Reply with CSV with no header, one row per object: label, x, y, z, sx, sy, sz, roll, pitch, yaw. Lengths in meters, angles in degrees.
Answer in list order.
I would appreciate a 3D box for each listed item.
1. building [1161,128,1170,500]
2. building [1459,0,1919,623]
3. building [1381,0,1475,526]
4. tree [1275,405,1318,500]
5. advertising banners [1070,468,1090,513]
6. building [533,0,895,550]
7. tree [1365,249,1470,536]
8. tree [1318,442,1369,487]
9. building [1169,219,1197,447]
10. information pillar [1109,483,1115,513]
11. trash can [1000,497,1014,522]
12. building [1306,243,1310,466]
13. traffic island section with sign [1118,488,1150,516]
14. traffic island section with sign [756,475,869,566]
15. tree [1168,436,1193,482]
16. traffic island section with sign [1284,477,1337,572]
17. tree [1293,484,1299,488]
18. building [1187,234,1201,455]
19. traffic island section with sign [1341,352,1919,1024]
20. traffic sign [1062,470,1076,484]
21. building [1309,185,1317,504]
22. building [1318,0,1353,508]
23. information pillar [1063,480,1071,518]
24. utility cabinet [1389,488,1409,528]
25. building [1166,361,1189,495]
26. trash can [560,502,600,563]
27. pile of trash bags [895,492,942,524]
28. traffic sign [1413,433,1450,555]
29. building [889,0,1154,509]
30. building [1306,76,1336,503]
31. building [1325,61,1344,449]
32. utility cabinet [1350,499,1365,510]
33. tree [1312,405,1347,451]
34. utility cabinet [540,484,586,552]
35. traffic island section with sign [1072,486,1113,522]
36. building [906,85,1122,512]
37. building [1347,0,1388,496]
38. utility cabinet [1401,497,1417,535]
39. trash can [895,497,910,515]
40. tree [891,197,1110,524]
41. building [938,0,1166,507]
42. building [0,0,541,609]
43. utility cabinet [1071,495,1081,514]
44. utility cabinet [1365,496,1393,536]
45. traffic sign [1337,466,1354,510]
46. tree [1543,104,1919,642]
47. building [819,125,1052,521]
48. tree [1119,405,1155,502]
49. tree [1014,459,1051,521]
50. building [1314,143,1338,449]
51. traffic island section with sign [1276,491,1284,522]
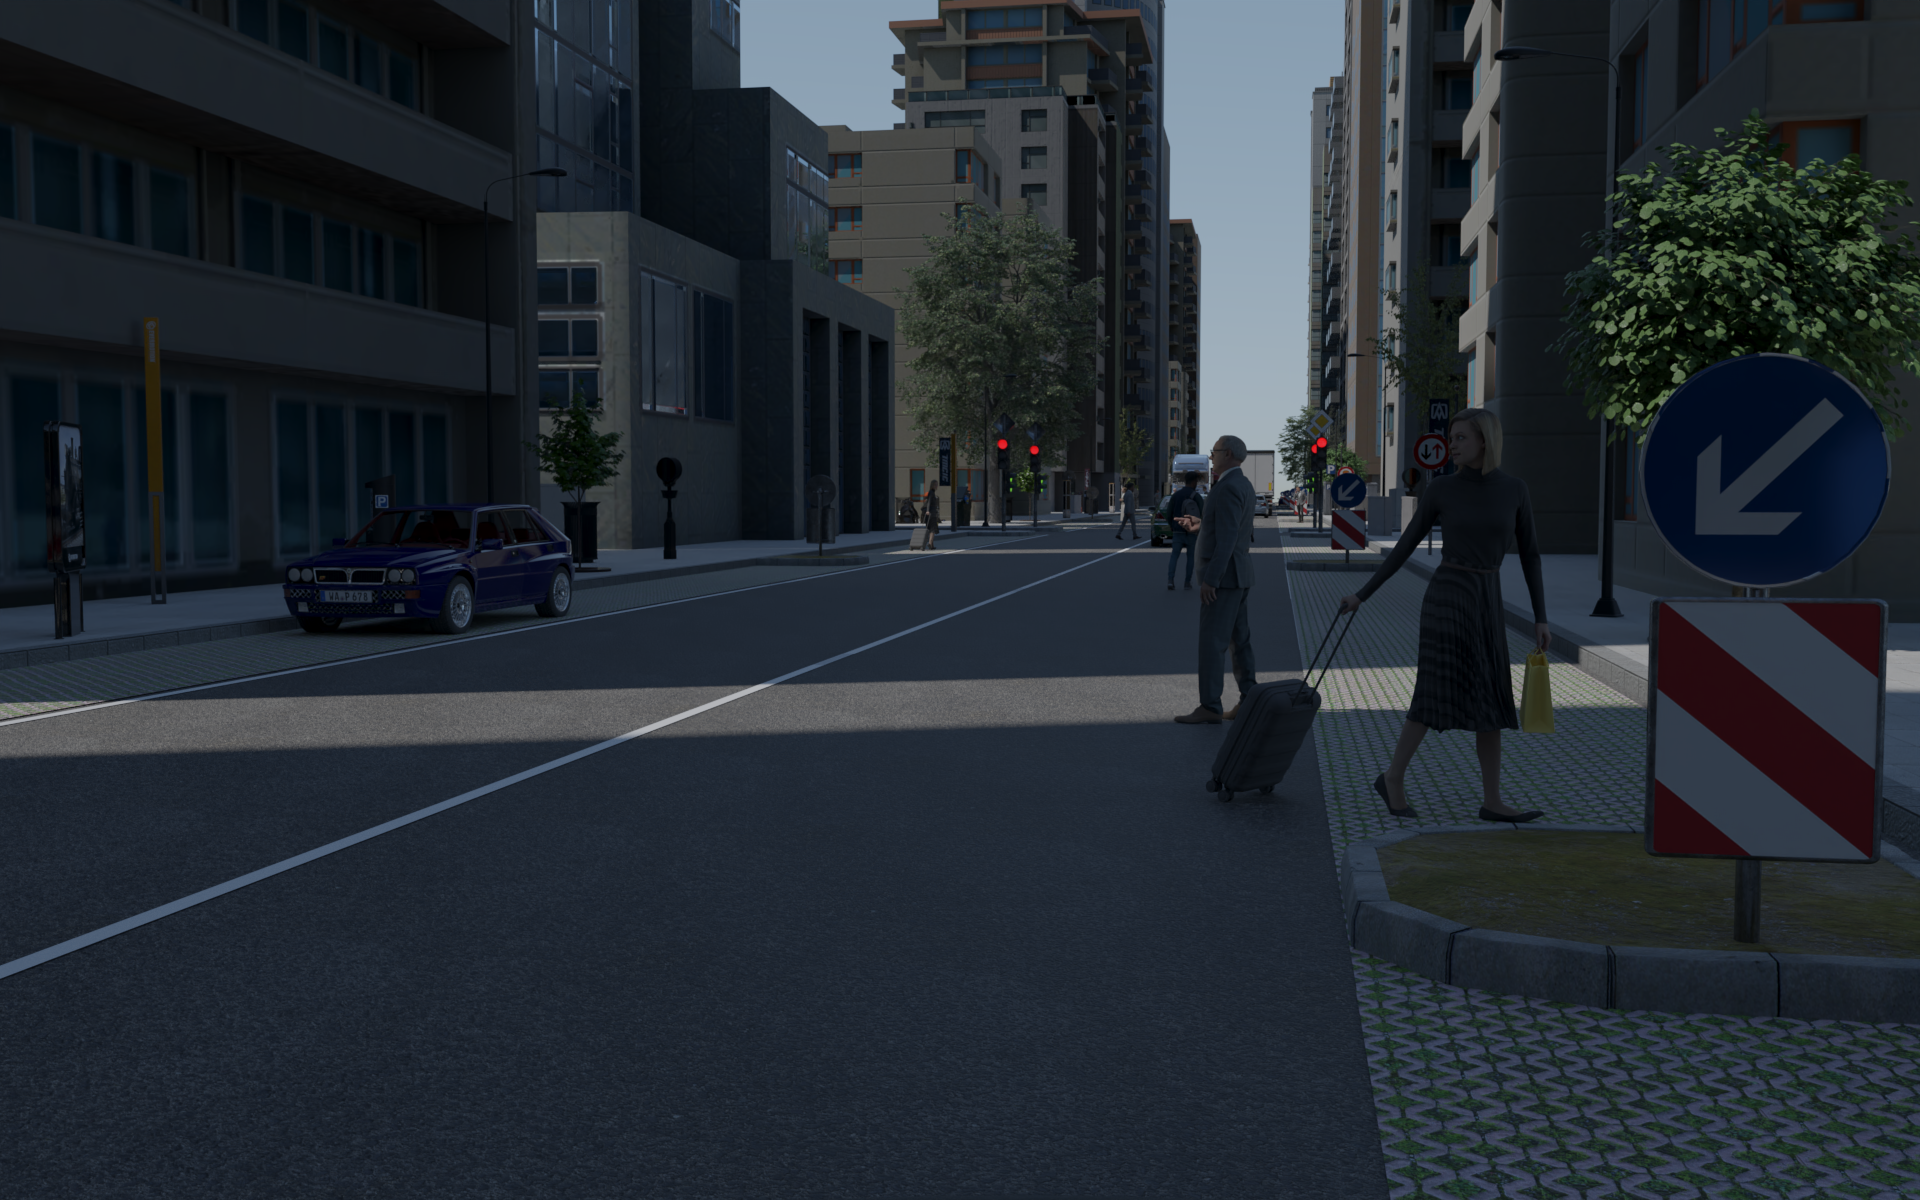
building,17.466,-33.979,205.674,14.600,45.320,14.200,1,4,10
building,24.157,-11.223,28.538,27.650,21.520,28.899,1,4,10
building,29.718,-27.632,75.483,21.600,48.544,21.300,1,4,10
tree,43.912,-18.480,220.280,7.486,12.596,7.792,0,3,0
advertising banners,8.094,-7.389,116.991,0.090,3.025,2.074,3,5,44
building,-19.506,-45.086,49.820,31.000,86.520,22.319,1,4,10
tree,14.613,-6.272,52.905,4.737,8.622,4.395,0,3,0
tree,23.531,-7.556,107.257,4.285,4.588,4.351,0,3,0
building,25.203,-37.570,268.893,22.147,44.769,28.867,1,4,10
information pillar,10.346,-6.923,117.685,0.304,2.012,0.304,2,4,29
trash can,2.085,-4.116,78.947,0.748,1.137,0.748,0,3,0
building,67.095,-38.142,278.238,22.147,44.769,28.867,1,4,10
traffic island section with sign,11.650,-6.545,115.638,1.989,1.847,2.006,1,4,10
traffic island section with sign,-2.920,-1.624,35.175,1.989,1.847,2.006,1,4,10
tree,27.728,-16.359,217.839,4.360,8.622,3.978,0,3,0
traffic island section with sign,7.184,-1.472,32.688,1.989,1.847,2.006,1,4,10
tree,56.397,-18.053,289.772,1.663,3.219,1.824,0,3,0
building,32.887,-39.096,289.332,14.600,45.320,14.200,1,4,10
traffic island section with sign,2.288,0.182,5.654,1.989,1.847,2.006,1,4,10
traffic sign,5.802,-5.665,92.733,0.768,2.556,0.104,1,4,20
building,53.671,-33.435,230.251,14.154,41.232,14.086,1,4,10
building,42.849,-43.831,154.893,20.563,71.187,20.611,1,4,10
information pillar,5.670,-5.356,92.055,0.304,2.012,0.304,-2,4,-32
utility cabinet,16.435,-3.440,64.921,0.318,1.500,1.173,3,4,38
building,17.243,-24.263,241.742,27.650,21.520,28.899,1,4,10
trash can,-7.077,-1.264,32.319,0.748,1.137,0.748,0,3,0
pile of trash bags,-1.664,-4.031,75.658,1.912,1.369,3.447,1,4,11
traffic sign,9.881,-2.216,36.337,0.768,2.556,0.104,1,4,12
building,5.839,-30.736,157.163,22.147,44.769,28.867,1,4,10
building,61.025,-43.294,249.849,21.231,58.520,28.212,1,4,10
building,49.790,-34.288,180.216,23.786,49.044,30.456,1,4,10
utility cabinet,18.788,-4.297,81.410,1.020,1.237,0.306,-3,4,-37
tree,31.260,-11.883,144.655,4.360,8.622,3.978,0,3,0
utility cabinet,-8.643,-1.750,37.295,0.318,1.500,1.173,3,5,44
traffic island section with sign,6.841,-4.923,89.114,1.989,1.847,2.006,1,4,10
building,4.170,-21.708,126.627,14.160,30.474,14.107,1,4,10
building,36.367,-29.278,128.805,14.600,45.320,14.200,1,4,10
utility cabinet,11.390,-2.001,43.876,0.306,1.237,1.020,1,4,20
trash can,-2.608,-4.101,78.706,0.748,1.137,0.748,0,3,0
tree,1.608,-10.317,75.334,9.857,13.997,8.962,0,3,0
building,10.269,-39.331,185.059,21.231,58.520,28.212,1,4,10
building,-19.898,-24.321,21.352,21.300,48.544,21.600,1,4,10
utility cabinet,7.640,-6.308,114.299,0.306,1.237,1.020,2,4,31
utility cabinet,12.959,-2.585,53.427,0.306,1.237,1.020,-1,4,-17
traffic sign,17.610,-4.831,79.092,0.768,2.556,0.104,1,4,12
tree,6.656,-1.892,14.642,4.285,4.588,4.351,0,3,0
building,-10.359,-15.495,98.381,27.650,21.520,28.899,1,4,10
tree,13.239,-11.531,138.898,4.737,8.622,4.395,0,3,0
tree,3.213,-5.340,81.918,1.663,3.219,1.824,0,3,0
building,49.517,-31.804,203.596,14.154,41.232,14.086,1,4,10
traffic island section with sign,17.143,-4.840,87.756,1.989,1.847,2.006,1,4,10
